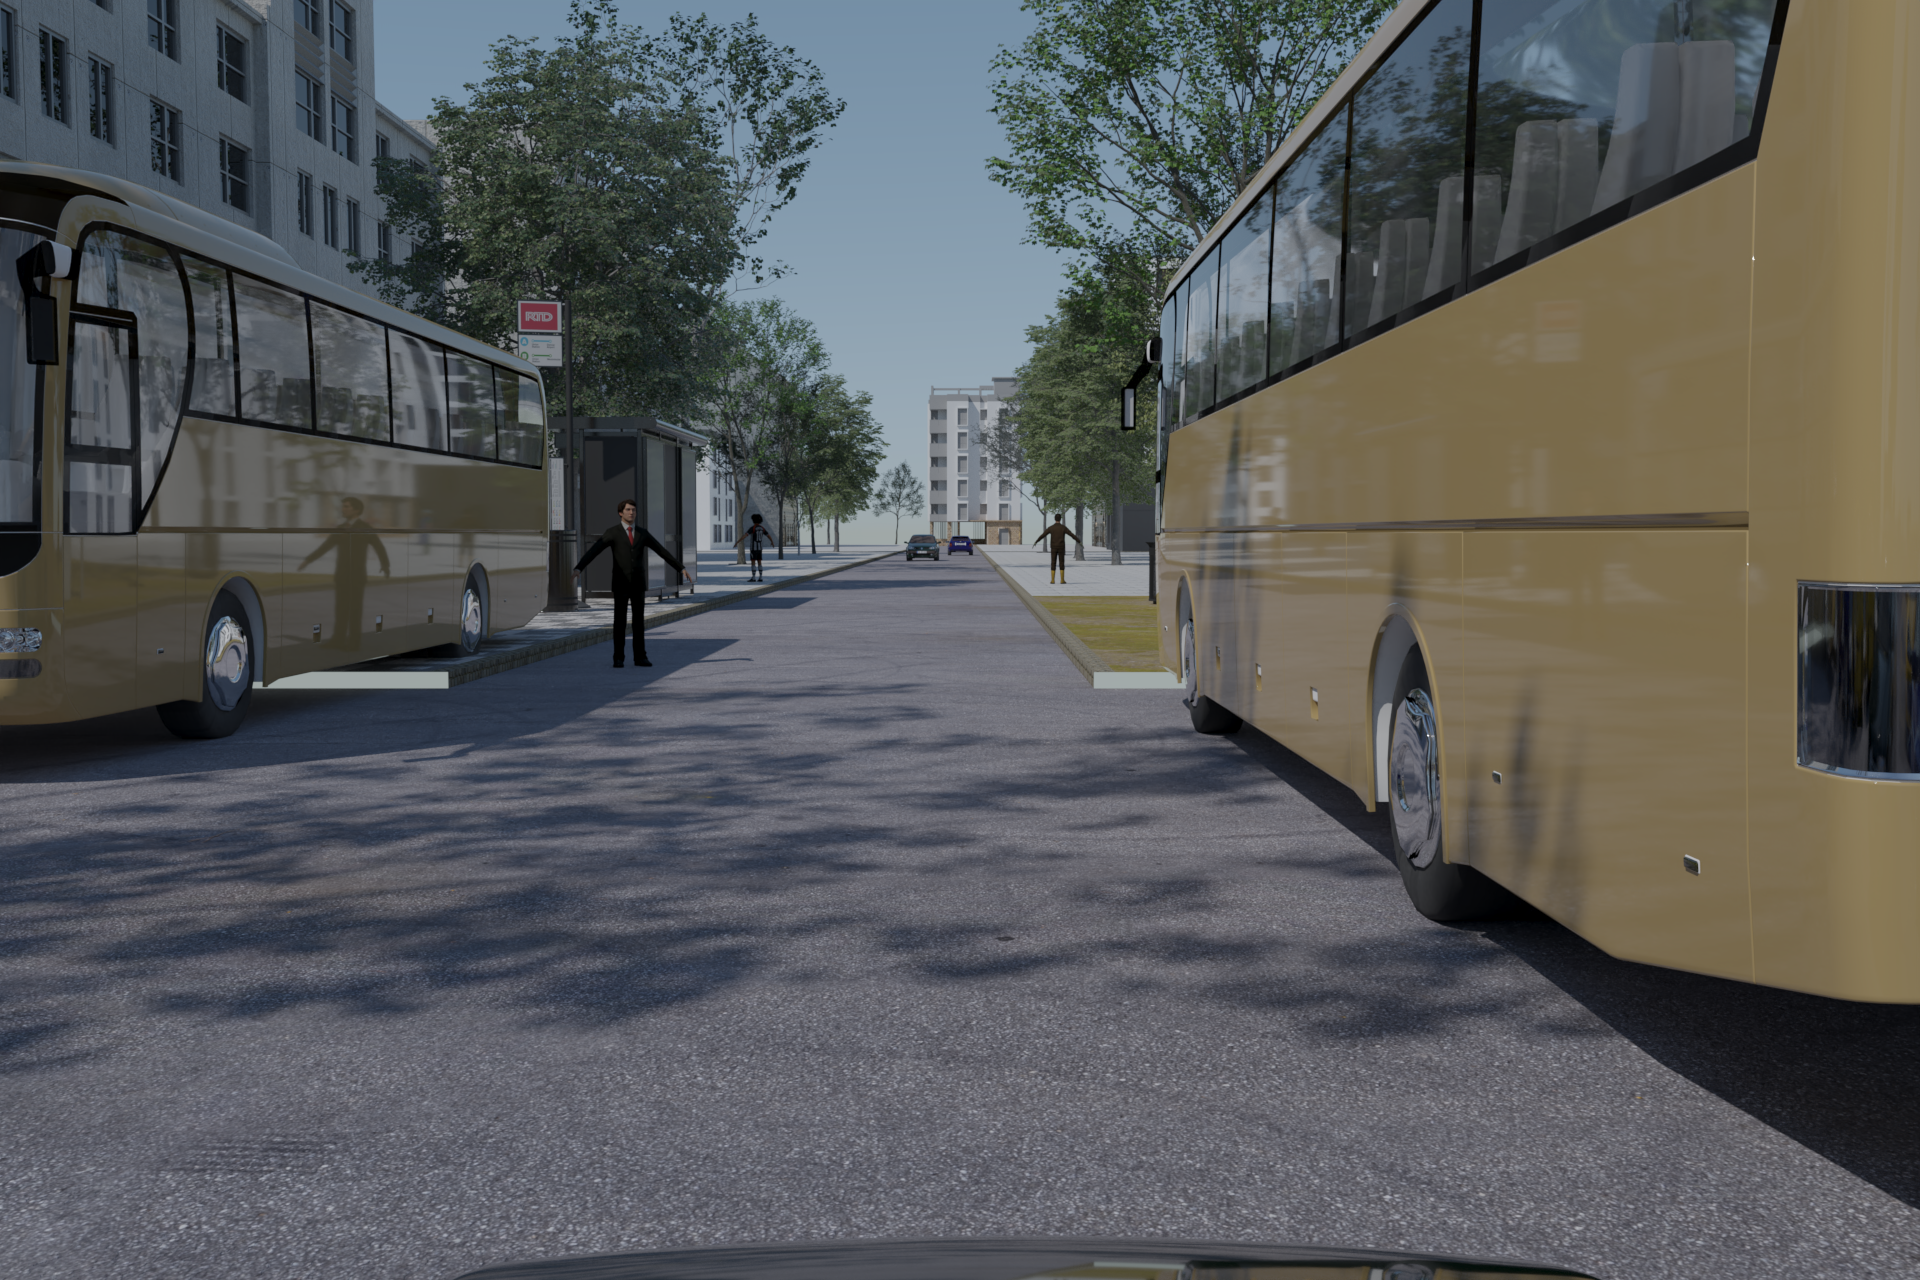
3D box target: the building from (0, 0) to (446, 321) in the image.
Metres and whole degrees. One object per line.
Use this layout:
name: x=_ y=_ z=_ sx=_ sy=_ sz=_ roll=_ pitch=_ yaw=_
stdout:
building: x=-27.009 y=-11.053 z=47.172 sx=16.747 sy=18.905 sz=31.486 roll=0 pitch=4 yaw=0

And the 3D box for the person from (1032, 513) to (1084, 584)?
person: x=2.516 y=-2.346 z=44.499 sx=1.346 sy=1.812 sz=0.704 roll=1 pitch=4 yaw=9

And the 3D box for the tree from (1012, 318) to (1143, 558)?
tree: x=6.433 y=-10.602 z=91.473 sx=7.486 sy=12.596 sz=7.792 roll=0 pitch=3 yaw=0

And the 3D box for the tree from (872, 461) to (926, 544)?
tree: x=-7.571 y=-17.101 z=214.008 sx=7.601 sy=10.594 sz=8.767 roll=0 pitch=4 yaw=8

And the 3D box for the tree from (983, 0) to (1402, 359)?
tree: x=4.002 y=-6.149 z=26.294 sx=9.928 sy=11.665 sz=9.643 roll=0 pitch=3 yaw=0

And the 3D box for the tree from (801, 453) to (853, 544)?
tree: x=-15.790 y=-18.056 z=213.348 sx=7.486 sy=12.596 sz=7.792 roll=0 pitch=3 yaw=0

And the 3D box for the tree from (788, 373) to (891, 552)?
tree: x=-8.772 y=-12.509 z=122.646 sx=7.486 sy=12.596 sz=7.792 roll=0 pitch=3 yaw=0

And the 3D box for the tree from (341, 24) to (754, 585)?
tree: x=-9.883 y=-8.338 z=42.975 sx=9.857 sy=13.997 sz=8.962 roll=0 pitch=3 yaw=0

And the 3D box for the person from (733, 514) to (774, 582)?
person: x=-5.465 y=-2.458 z=46.324 sx=1.345 sy=1.843 sz=0.704 roll=-3 pitch=5 yaw=-44

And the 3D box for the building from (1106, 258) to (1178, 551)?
building: x=25.949 y=-18.350 z=144.000 sx=27.936 sy=21.610 sz=32.646 roll=0 pitch=3 yaw=0

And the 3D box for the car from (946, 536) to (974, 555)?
car: x=0.014 y=-6.406 z=117.313 sx=1.945 sy=1.354 sz=3.894 roll=0 pitch=4 yaw=-1

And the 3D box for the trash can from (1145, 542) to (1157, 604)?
trash can: x=3.759 y=-1.224 z=31.671 sx=0.748 sy=1.137 sz=0.748 roll=0 pitch=3 yaw=0

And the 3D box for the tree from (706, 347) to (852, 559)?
tree: x=-9.237 y=-9.332 z=86.996 sx=8.767 sy=10.594 sz=7.601 roll=2 pitch=4 yaw=27

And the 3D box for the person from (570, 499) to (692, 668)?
person: x=-3.562 y=-0.614 z=18.682 sx=1.347 sy=1.806 sz=0.705 roll=-2 pitch=4 yaw=-28

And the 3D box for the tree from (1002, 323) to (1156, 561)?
tree: x=5.839 y=-10.019 z=81.941 sx=7.486 sy=12.596 sz=7.792 roll=0 pitch=3 yaw=0

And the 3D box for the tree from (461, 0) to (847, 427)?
tree: x=-10.698 y=-12.540 z=60.912 sx=12.611 sy=20.169 sz=13.585 roll=0 pitch=3 yaw=0

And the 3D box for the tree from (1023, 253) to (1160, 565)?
tree: x=6.255 y=-9.297 z=70.137 sx=7.486 sy=12.596 sz=7.792 roll=0 pitch=3 yaw=0

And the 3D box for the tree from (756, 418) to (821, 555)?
tree: x=-9.464 y=-9.384 z=103.783 sx=4.360 sy=8.622 sz=3.978 roll=0 pitch=3 yaw=0

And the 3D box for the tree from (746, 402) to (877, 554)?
tree: x=-9.577 y=-10.887 z=112.410 sx=8.767 sy=10.594 sz=7.601 roll=-1 pitch=4 yaw=-21

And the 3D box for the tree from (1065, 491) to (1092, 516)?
tree: x=16.916 y=-18.436 z=211.803 sx=12.009 sy=13.543 sz=11.850 roll=0 pitch=3 yaw=0

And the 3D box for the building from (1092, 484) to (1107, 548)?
building: x=22.950 y=-20.762 z=170.394 sx=19.493 sy=23.208 sz=18.063 roll=0 pitch=4 yaw=0

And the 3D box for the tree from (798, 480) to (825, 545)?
tree: x=-17.501 y=-15.688 z=206.863 sx=4.360 sy=8.622 sz=3.978 roll=0 pitch=3 yaw=0

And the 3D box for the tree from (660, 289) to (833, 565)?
tree: x=-9.119 y=-8.981 z=72.598 sx=9.928 sy=11.665 sz=9.643 roll=0 pitch=3 yaw=0

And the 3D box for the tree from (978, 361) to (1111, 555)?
tree: x=6.354 y=-11.848 z=104.085 sx=12.009 sy=13.543 sz=11.850 roll=0 pitch=3 yaw=0

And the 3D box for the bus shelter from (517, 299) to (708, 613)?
bus shelter: x=-6.473 y=-3.351 z=32.416 sx=2.179 sy=5.291 sz=8.768 roll=0 pitch=4 yaw=0

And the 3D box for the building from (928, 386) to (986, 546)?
building: x=-3.573 y=-21.609 z=212.184 sx=11.380 sy=20.090 sz=16.016 roll=0 pitch=4 yaw=-5

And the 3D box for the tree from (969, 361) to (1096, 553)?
tree: x=5.712 y=-12.697 z=117.968 sx=12.009 sy=13.543 sz=11.850 roll=0 pitch=3 yaw=0

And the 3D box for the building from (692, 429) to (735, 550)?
building: x=-24.300 y=-12.896 z=152.998 sx=9.099 sy=9.664 sz=28.070 roll=0 pitch=4 yaw=1

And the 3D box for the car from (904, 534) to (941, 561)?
car: x=-1.997 y=-5.116 z=93.430 sx=2.009 sy=1.686 sz=4.222 roll=0 pitch=4 yaw=1

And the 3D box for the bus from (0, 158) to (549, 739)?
bus: x=-6.327 y=-1.455 z=15.338 sx=2.896 sy=3.916 sz=12.252 roll=0 pitch=3 yaw=0

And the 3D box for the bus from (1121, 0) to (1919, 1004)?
bus: x=2.876 y=-1.081 z=9.228 sx=2.896 sy=3.916 sz=12.252 roll=0 pitch=4 yaw=0

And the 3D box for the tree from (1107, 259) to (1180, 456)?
tree: x=5.909 y=-5.755 z=44.449 sx=4.737 sy=8.622 sz=4.395 roll=0 pitch=3 yaw=0

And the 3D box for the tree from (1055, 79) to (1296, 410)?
tree: x=5.925 y=-6.252 z=36.630 sx=8.767 sy=10.594 sz=7.601 roll=1 pitch=4 yaw=16

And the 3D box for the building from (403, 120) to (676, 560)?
building: x=-25.642 y=-13.673 z=90.011 sx=16.747 sy=18.905 sz=31.486 roll=0 pitch=3 yaw=0

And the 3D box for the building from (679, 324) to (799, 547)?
building: x=-26.704 y=-21.203 z=177.600 sx=19.493 sy=23.208 sz=18.063 roll=0 pitch=4 yaw=0
